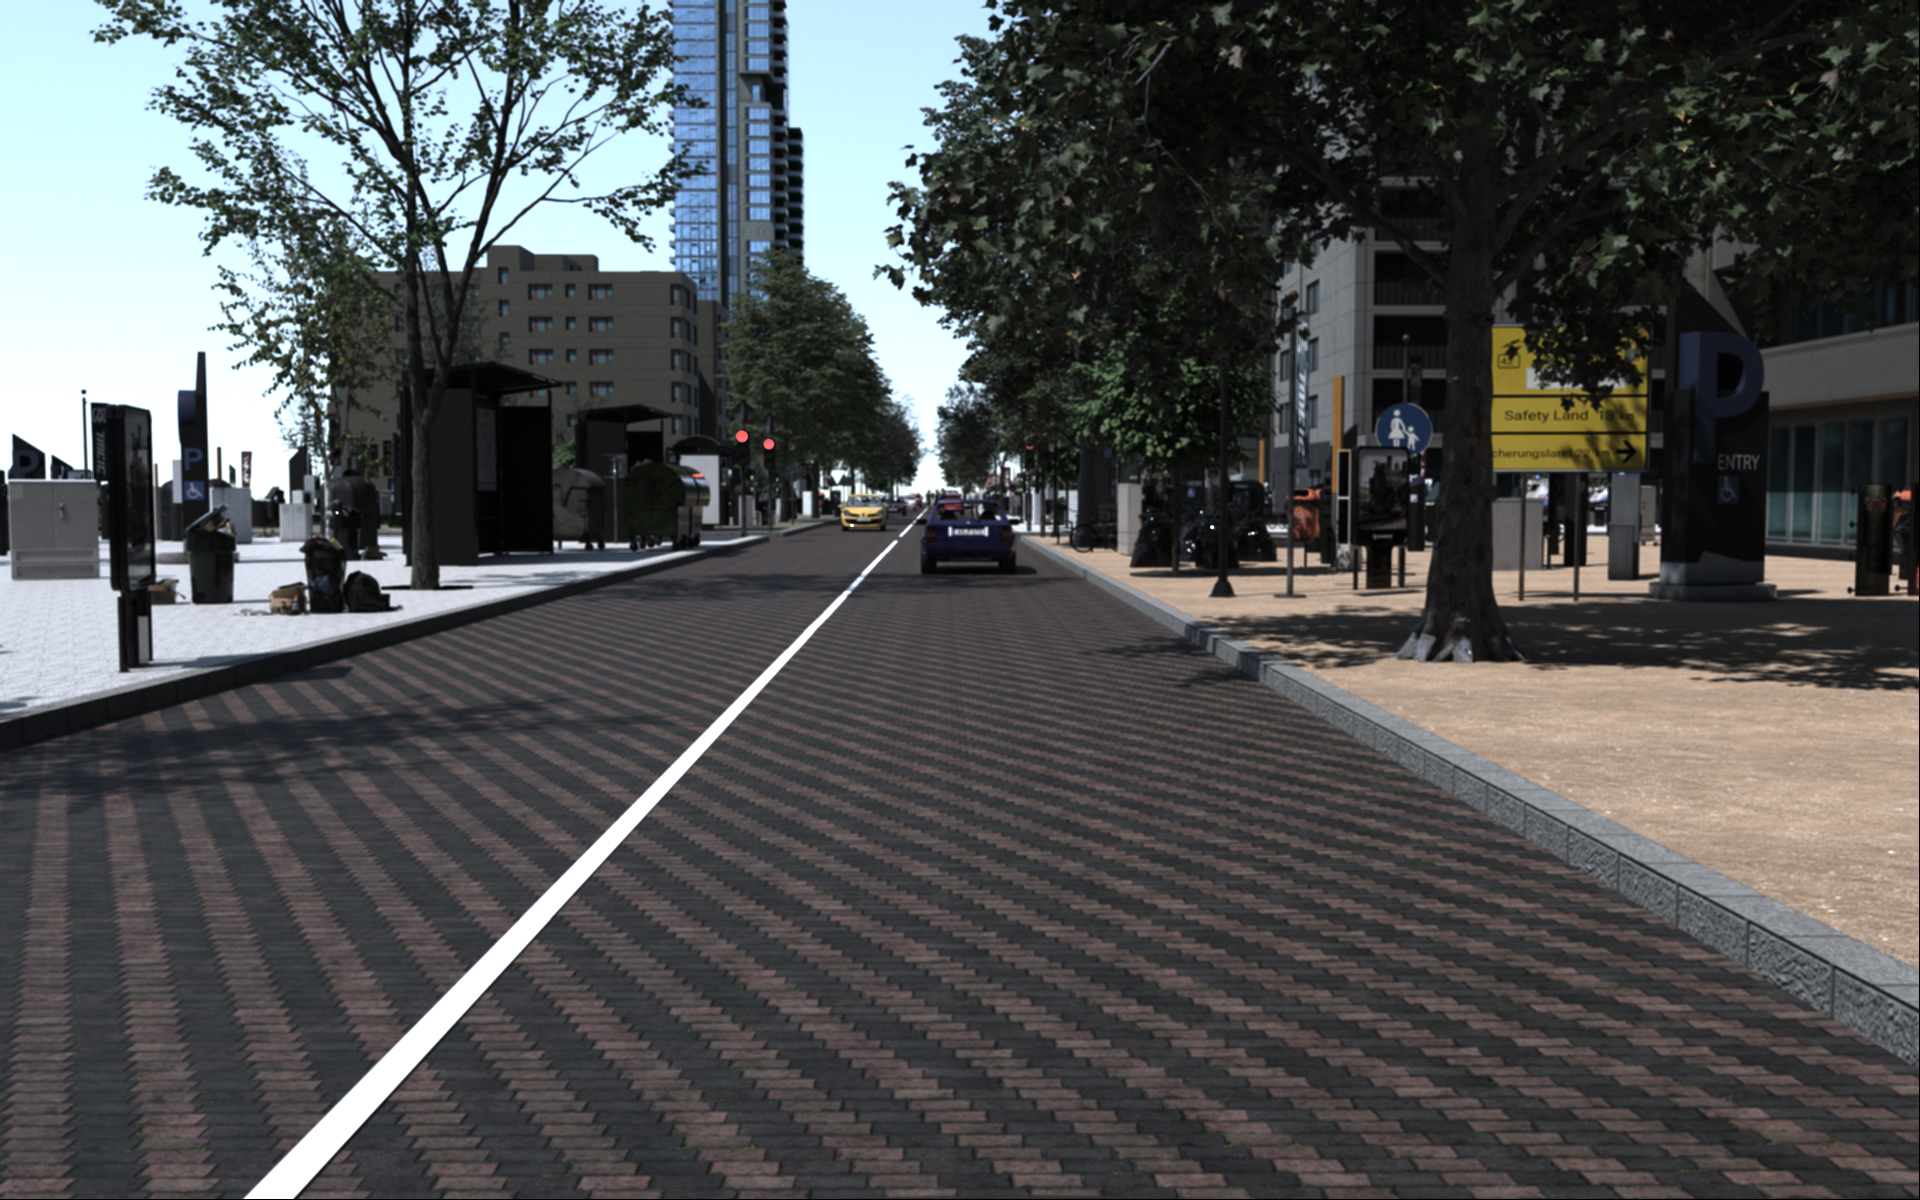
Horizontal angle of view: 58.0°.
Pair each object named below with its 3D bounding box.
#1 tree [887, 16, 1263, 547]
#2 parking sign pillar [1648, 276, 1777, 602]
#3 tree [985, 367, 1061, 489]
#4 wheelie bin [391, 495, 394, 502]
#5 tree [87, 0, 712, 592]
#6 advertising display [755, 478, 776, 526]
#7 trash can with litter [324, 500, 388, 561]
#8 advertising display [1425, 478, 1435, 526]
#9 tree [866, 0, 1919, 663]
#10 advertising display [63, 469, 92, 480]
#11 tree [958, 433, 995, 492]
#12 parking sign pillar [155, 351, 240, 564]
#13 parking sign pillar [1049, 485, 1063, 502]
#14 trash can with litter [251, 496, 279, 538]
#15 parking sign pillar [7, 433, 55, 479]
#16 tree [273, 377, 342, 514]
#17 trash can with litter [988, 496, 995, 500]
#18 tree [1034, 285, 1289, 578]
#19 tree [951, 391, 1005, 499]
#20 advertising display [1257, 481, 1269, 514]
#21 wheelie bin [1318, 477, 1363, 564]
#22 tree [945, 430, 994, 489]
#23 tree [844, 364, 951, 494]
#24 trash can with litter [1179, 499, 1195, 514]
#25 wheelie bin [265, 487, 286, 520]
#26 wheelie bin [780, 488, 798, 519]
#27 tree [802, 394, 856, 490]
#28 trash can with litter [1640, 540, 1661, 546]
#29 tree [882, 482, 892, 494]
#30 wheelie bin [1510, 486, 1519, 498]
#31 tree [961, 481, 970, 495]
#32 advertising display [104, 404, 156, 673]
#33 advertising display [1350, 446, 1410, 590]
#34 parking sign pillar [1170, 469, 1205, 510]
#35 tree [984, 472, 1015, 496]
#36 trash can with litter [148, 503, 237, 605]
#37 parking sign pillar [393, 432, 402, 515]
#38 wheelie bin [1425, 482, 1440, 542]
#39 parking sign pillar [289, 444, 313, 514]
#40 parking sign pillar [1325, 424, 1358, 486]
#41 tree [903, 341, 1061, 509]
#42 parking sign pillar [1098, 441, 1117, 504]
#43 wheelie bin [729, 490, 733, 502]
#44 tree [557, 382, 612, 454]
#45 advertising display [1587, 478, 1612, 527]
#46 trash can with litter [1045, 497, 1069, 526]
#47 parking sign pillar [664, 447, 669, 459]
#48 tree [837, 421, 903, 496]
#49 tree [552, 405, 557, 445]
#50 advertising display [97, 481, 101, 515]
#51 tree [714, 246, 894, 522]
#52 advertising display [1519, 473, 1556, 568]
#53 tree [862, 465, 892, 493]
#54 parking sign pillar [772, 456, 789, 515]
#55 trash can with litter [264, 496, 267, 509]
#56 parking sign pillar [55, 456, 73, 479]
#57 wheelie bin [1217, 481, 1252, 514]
[{"bbox_3d":[3.107,-8.269,41.848,9.857,13.997,8.962,0,3,0],"label":"tree"},{"bbox_3d":[9.220,-1.997,21.123,1.447,3.967,1.447,-2,4,-24],"label":"parking sign pillar"},{"bbox_3d":[3.506,-8.368,87.181,4.737,8.622,4.395,0,3,0],"label":"tree"},{"bbox_3d":[-27.062,-4.657,84.043,0.980,1.594,0.693,-2,4,-30],"label":"wheelie bin"},{"bbox_3d":[-7.072,-5.953,23.082,9.928,11.665,9.643,0,3,0],"label":"tree"},{"bbox_3d":[-7.932,-4.004,70.671,0.974,1.923,0.123,-3,5,-45],"label":"advertising display"},{"bbox_3d":[-11.685,-1.353,33.517,0.624,1.170,1.055,3,5,43],"label":"trash can with litter"},{"bbox_3d":[18.488,-3.871,68.506,0.123,1.923,0.974,-1,4,-14],"label":"advertising display"},{"bbox_3d":[4.047,-5.883,13.190,9.611,12.733,9.660,0,3,0],"label":"tree"},{"bbox_3d":[-23.016,-2.447,45.223,0.123,1.923,0.974,1,4,11],"label":"advertising display"},{"bbox_3d":[1.908,-12.716,158.263,4.360,8.622,3.978,0,3,0],"label":"tree"},{"bbox_3d":[-14.207,-2.672,32.161,1.447,3.967,1.447,-1,4,-21],"label":"parking sign pillar"},{"bbox_3d":[6.338,-7.693,114.253,1.447,3.967,1.447,-1,4,-16],"label":"parking sign pillar"},{"bbox_3d":[-21.269,-2.467,51.393,2.233,1.210,1.678,0,4,-5],"label":"trash can with litter"},{"bbox_3d":[-41.240,-5.396,76.697,1.447,3.967,1.447,-1,4,-11],"label":"parking sign pillar"},{"bbox_3d":[-39.743,-9.526,106.106,4.360,8.622,3.978,0,3,0],"label":"tree"},{"bbox_3d":[2.245,-6.009,109.638,1.055,1.170,0.624,3,5,43],"label":"trash can with litter"},{"bbox_3d":[3.448,-2.650,27.041,4.285,4.588,4.351,0,3,0],"label":"tree"},{"bbox_3d":[1.200,-17.816,201.658,12.009,13.543,11.850,0,3,0],"label":"tree"},{"bbox_3d":[15.207,-5.067,88.061,0.974,1.923,0.123,0,4,-1],"label":"advertising display"},{"bbox_3d":[6.996,-1.461,31.791,0.980,1.594,0.693,3,5,43],"label":"wheelie bin"},{"bbox_3d":[1.267,-20.411,251.848,7.486,12.596,7.792,0,3,0],"label":"tree"},{"bbox_3d":[-8.103,-15.282,160.227,12.009,13.543,11.850,0,3,0],"label":"tree"},{"bbox_3d":[11.014,-4.515,85.208,0.624,1.170,1.055,3,5,40],"label":"trash can with litter"},{"bbox_3d":[-28.724,-3.964,72.716,0.693,1.594,0.980,-3,5,-45],"label":"wheelie bin"},{"bbox_3d":[-8.702,-4.880,87.702,0.980,1.594,0.693,-3,5,-40],"label":"wheelie bin"},{"bbox_3d":[-8.044,-9.044,98.229,4.360,8.622,3.978,0,3,0],"label":"tree"},{"bbox_3d":[17.600,-1.940,42.775,2.233,1.210,1.678,2,4,24],"label":"trash can with litter"},{"bbox_3d":[-8.761,-13.097,208.731,1.663,3.219,1.824,0,3,0],"label":"tree"},{"bbox_3d":[32.510,-5.658,100.411,0.980,1.594,0.693,-3,4,-37],"label":"wheelie bin"},{"bbox_3d":[0.844,-16.812,269.478,1.663,3.219,1.824,0,3,0],"label":"tree"},{"bbox_3d":[-6.128,-0.466,12.832,0.123,1.923,0.974,-1,4,-14],"label":"advertising display"},{"bbox_3d":[5.664,-1.110,23.368,0.974,1.923,0.123,-2,4,-30],"label":"advertising display"},{"bbox_3d":[8.455,-4.635,64.249,1.447,3.967,1.447,-2,4,-29],"label":"parking sign pillar"},{"bbox_3d":[3.053,-8.053,126.274,1.663,3.219,1.824,0,3,0],"label":"tree"},{"bbox_3d":[-8.987,-0.538,20.186,1.055,1.170,0.624,-1,4,-21],"label":"trash can with litter"},{"bbox_3d":[-24.347,-5.376,76.371,1.447,3.967,1.447,2,4,26],"label":"parking sign pillar"},{"bbox_3d":[12.749,-2.327,45.952,0.693,1.594,0.980,-1,4,-12],"label":"wheelie bin"},{"bbox_3d":[-35.507,-6.409,93.257,1.447,3.967,1.447,2,4,29],"label":"parking sign pillar"},{"bbox_3d":[14.528,-4.744,66.030,1.447,3.967,1.447,-2,4,-35],"label":"parking sign pillar"},{"bbox_3d":[2.238,-10.095,99.463,8.767,10.594,7.601,1,4,16],"label":"tree"},{"bbox_3d":[5.114,-4.388,60.218,1.447,3.967,1.447,1,4,16],"label":"parking sign pillar"},{"bbox_3d":[-16.239,-6.851,119.914,0.980,1.594,0.693,-2,4,-29],"label":"wheelie bin"},{"bbox_3d":[-24.368,-9.874,111.806,4.360,8.622,3.978,0,3,0],"label":"tree"},{"bbox_3d":[25.307,-3.869,68.472,0.974,1.923,0.123,3,4,36],"label":"advertising display"},{"bbox_3d":[3.850,-3.618,70.547,1.055,1.170,0.624,-1,4,-22],"label":"trash can with litter"},{"bbox_3d":[-16.770,-6.795,99.571,1.447,3.967,1.447,-1,4,-18],"label":"parking sign pillar"},{"bbox_3d":[-9.193,-14.614,173.355,8.767,10.594,7.601,1,4,16],"label":"tree"},{"bbox_3d":[-25.433,-8.953,96.740,4.360,8.622,3.978,0,3,0],"label":"tree"},{"bbox_3d":[-39.047,-4.441,77.825,0.123,1.923,0.974,2,4,27],"label":"advertising display"},{"bbox_3d":[-7.885,-9.897,79.936,7.486,12.596,7.792,0,3,0],"label":"tree"},{"bbox_3d":[10.092,-1.536,30.328,0.123,1.923,0.974,-1,4,-14],"label":"advertising display"},{"bbox_3d":[-9.082,-12.563,189.122,4.285,4.588,4.351,0,3,0],"label":"tree"},{"bbox_3d":[-11.271,-7.371,108.989,1.447,3.967,1.447,2,4,29],"label":"parking sign pillar"},{"bbox_3d":[-40.096,-5.488,101.111,1.055,1.170,0.624,1,4,23],"label":"trash can with litter"},{"bbox_3d":[-60.656,-7.871,117.158,1.447,3.967,1.447,-2,4,-35],"label":"parking sign pillar"},{"bbox_3d":[6.891,-2.182,43.576,0.980,1.594,0.693,3,5,43],"label":"wheelie bin"}]
